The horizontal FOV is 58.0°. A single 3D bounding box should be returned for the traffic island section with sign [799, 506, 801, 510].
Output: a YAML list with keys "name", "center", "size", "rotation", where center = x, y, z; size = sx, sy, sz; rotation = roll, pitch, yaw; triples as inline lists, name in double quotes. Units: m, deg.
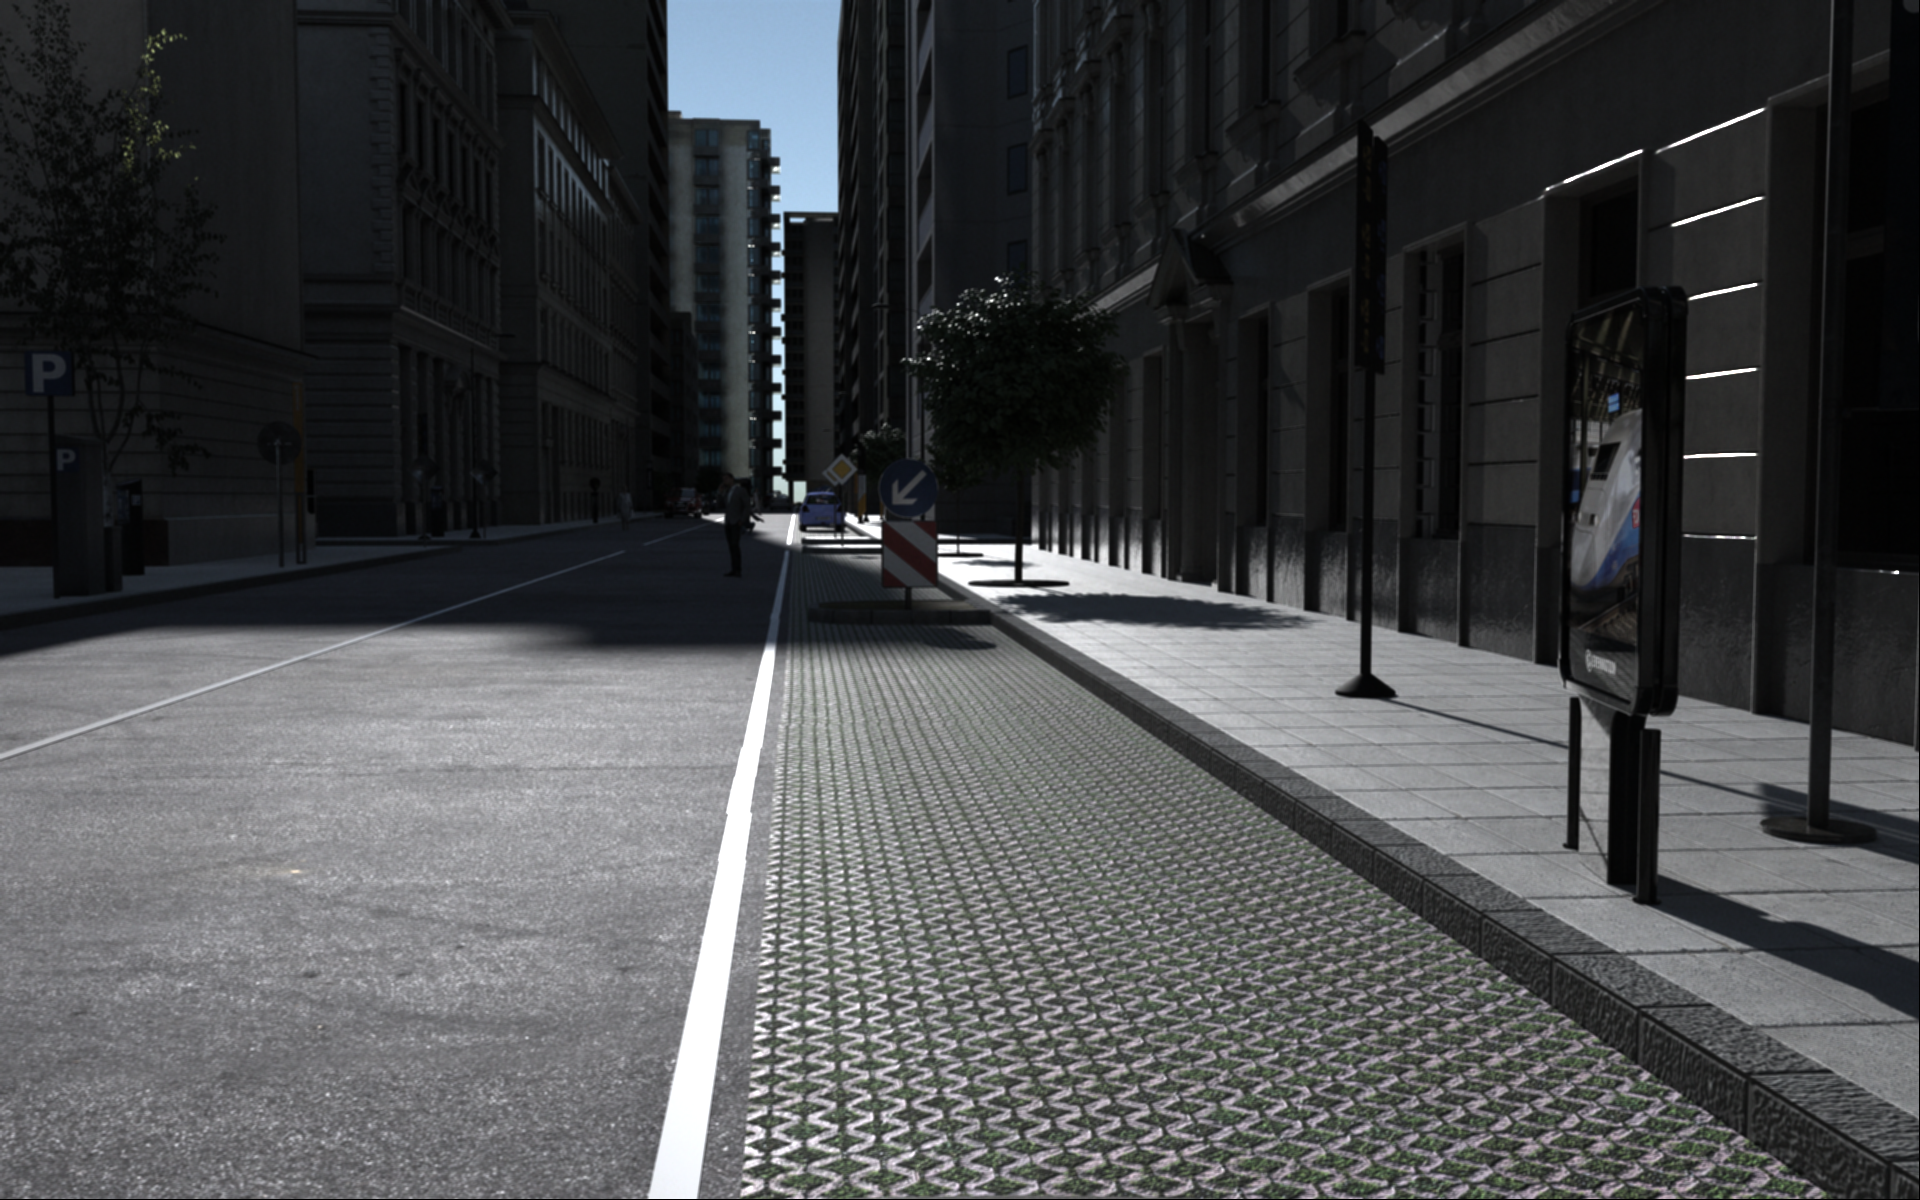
- name: "traffic island section with sign"
  center: [-5.966, -4.093, 75.550]
  size: [1.989, 1.847, 2.006]
  rotation: [0, 4, -5]

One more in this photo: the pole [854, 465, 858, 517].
- name: "pole"
  center: [-5.835, -6.331, 97.357]
  size: [0.158, 3.312, 0.155]
  rotation: [0, 3, 0]

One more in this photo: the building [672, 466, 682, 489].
- name: "building"
  center: [-35.656, -43.768, 153.857]
  size: [20.563, 71.187, 20.611]
  rotation: [0, 4, -5]

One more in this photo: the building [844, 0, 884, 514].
- name: "building"
  center: [2.669, -41.374, 114.718]
  size: [20.563, 71.187, 20.611]
  rotation: [0, 4, -5]

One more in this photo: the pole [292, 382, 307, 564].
- name: "pole"
  center: [-12.086, -2.315, 31.700]
  size: [0.158, 3.312, 0.155]
  rotation: [0, 3, 0]

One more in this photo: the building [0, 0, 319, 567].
- name: "building"
  center: [-23.523, -10.361, 34.030]
  size: [19.286, 19.102, 10.561]
  rotation: [0, 4, -5]

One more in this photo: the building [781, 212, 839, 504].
- name: "building"
  center: [-11.137, -32.623, 225.260]
  size: [23.993, 40.220, 32.217]
  rotation: [0, 4, -5]

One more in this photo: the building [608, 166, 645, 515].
- name: "building"
  center: [-26.265, -17.160, 109.441]
  size: [11.050, 23.489, 19.941]
  rotation: [0, 4, -5]

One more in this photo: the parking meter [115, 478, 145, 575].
- name: "parking meter"
  center: [-13.135, -1.163, 27.421]
  size: [0.372, 1.533, 0.369]
  rotation: [0, 3, 0]

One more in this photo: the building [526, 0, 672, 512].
- name: "building"
  center: [-33.971, -31.182, 133.524]
  size: [21.300, 48.544, 21.600]
  rotation: [0, 4, -5]

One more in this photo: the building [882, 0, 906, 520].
- name: "building"
  center: [2.889, -19.502, 90.559]
  size: [14.160, 30.474, 14.107]
  rotation: [0, 4, -5]

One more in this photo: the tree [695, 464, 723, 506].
- name: "tree"
  center: [-27.047, -12.465, 187.519]
  size: [4.285, 4.588, 4.351]
  rotation: [0, 3, 0]

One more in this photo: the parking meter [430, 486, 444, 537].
- name: "parking meter"
  center: [-15.633, -2.654, 51.803]
  size: [0.372, 1.533, 0.369]
  rotation: [0, 3, 0]

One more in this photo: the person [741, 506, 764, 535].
- name: "person"
  center: [-7.376, -2.861, 60.783]
  size: [1.012, 1.151, 0.738]
  rotation: [-1, 4, -20]

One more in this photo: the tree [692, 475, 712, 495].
- name: "tree"
  center: [-26.725, -11.376, 180.592]
  size: [1.663, 3.219, 1.824]
  rotation: [0, 3, 0]

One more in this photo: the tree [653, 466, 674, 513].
- name: "tree"
  center: [-20.355, -7.580, 118.532]
  size: [1.663, 3.219, 1.824]
  rotation: [0, 3, 0]

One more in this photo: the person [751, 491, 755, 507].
- name: "person"
  center: [-23.400, -11.477, 196.143]
  size: [0.705, 1.824, 1.348]
  rotation: [1, 4, 21]

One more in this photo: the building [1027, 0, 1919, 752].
- name: "building"
  center: [11.561, -14.905, 20.108]
  size: [17.030, 29.872, 44.131]
  rotation: [0, 4, -5]

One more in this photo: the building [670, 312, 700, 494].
- name: "building"
  center: [-43.013, -20.705, 183.566]
  size: [28.899, 21.520, 27.650]
  rotation: [0, 4, -5]

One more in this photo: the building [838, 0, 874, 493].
- name: "building"
  center: [-0.317, -32.814, 160.205]
  size: [21.300, 48.544, 21.600]
  rotation: [0, 4, -5]

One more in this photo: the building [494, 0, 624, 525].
- name: "building"
  center: [-25.907, -15.355, 84.338]
  size: [16.112, 22.955, 30.059]
  rotation: [0, 4, -5]

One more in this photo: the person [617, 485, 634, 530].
- name: "person"
  center: [-13.291, -3.673, 68.913]
  size: [0.694, 1.780, 0.624]
  rotation: [0, 4, 1]

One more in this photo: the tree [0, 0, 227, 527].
- name: "tree"
  center: [-12.581, -4.580, 25.242]
  size: [4.360, 8.622, 3.978]
  rotation: [0, 3, 0]

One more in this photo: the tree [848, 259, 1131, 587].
- name: "tree"
  center: [0.762, -2.487, 24.375]
  size: [4.285, 4.588, 4.351]
  rotation: [0, 3, 0]

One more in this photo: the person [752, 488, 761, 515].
- name: "person"
  center: [-13.892, -6.703, 117.967]
  size: [0.818, 1.842, 0.514]
  rotation: [1, 4, 9]

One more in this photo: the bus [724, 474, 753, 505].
- name: "bus"
  center: [-23.242, -11.439, 181.893]
  size: [2.948, 3.499, 13.247]
  rotation: [0, 4, -7]

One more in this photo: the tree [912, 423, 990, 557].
- name: "tree"
  center: [-0.169, -2.506, 35.582]
  size: [1.663, 3.219, 1.824]
  rotation: [0, 3, 0]

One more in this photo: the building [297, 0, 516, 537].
- name: "building"
  center: [-22.387, -14.111, 59.587]
  size: [11.050, 23.489, 19.941]
  rotation: [0, 4, -5]

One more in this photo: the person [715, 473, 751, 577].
- name: "person"
  center: [-3.953, -1.313, 30.142]
  size: [0.473, 1.802, 0.592]
  rotation: [-3, 4, -39]

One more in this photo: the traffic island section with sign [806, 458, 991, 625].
- name: "traffic island section with sign"
  center: [-0.740, -0.685, 19.829]
  size: [1.989, 1.847, 2.006]
  rotation: [0, 4, -5]

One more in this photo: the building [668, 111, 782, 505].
- name: "building"
  center: [-37.932, -36.663, 219.043]
  size: [30.456, 49.044, 23.786]
  rotation: [0, 4, -5]

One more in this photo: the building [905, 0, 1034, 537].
- name: "building"
  center: [12.703, -31.671, 59.827]
  size: [28.212, 58.520, 21.231]
  rotation: [0, 4, -5]
